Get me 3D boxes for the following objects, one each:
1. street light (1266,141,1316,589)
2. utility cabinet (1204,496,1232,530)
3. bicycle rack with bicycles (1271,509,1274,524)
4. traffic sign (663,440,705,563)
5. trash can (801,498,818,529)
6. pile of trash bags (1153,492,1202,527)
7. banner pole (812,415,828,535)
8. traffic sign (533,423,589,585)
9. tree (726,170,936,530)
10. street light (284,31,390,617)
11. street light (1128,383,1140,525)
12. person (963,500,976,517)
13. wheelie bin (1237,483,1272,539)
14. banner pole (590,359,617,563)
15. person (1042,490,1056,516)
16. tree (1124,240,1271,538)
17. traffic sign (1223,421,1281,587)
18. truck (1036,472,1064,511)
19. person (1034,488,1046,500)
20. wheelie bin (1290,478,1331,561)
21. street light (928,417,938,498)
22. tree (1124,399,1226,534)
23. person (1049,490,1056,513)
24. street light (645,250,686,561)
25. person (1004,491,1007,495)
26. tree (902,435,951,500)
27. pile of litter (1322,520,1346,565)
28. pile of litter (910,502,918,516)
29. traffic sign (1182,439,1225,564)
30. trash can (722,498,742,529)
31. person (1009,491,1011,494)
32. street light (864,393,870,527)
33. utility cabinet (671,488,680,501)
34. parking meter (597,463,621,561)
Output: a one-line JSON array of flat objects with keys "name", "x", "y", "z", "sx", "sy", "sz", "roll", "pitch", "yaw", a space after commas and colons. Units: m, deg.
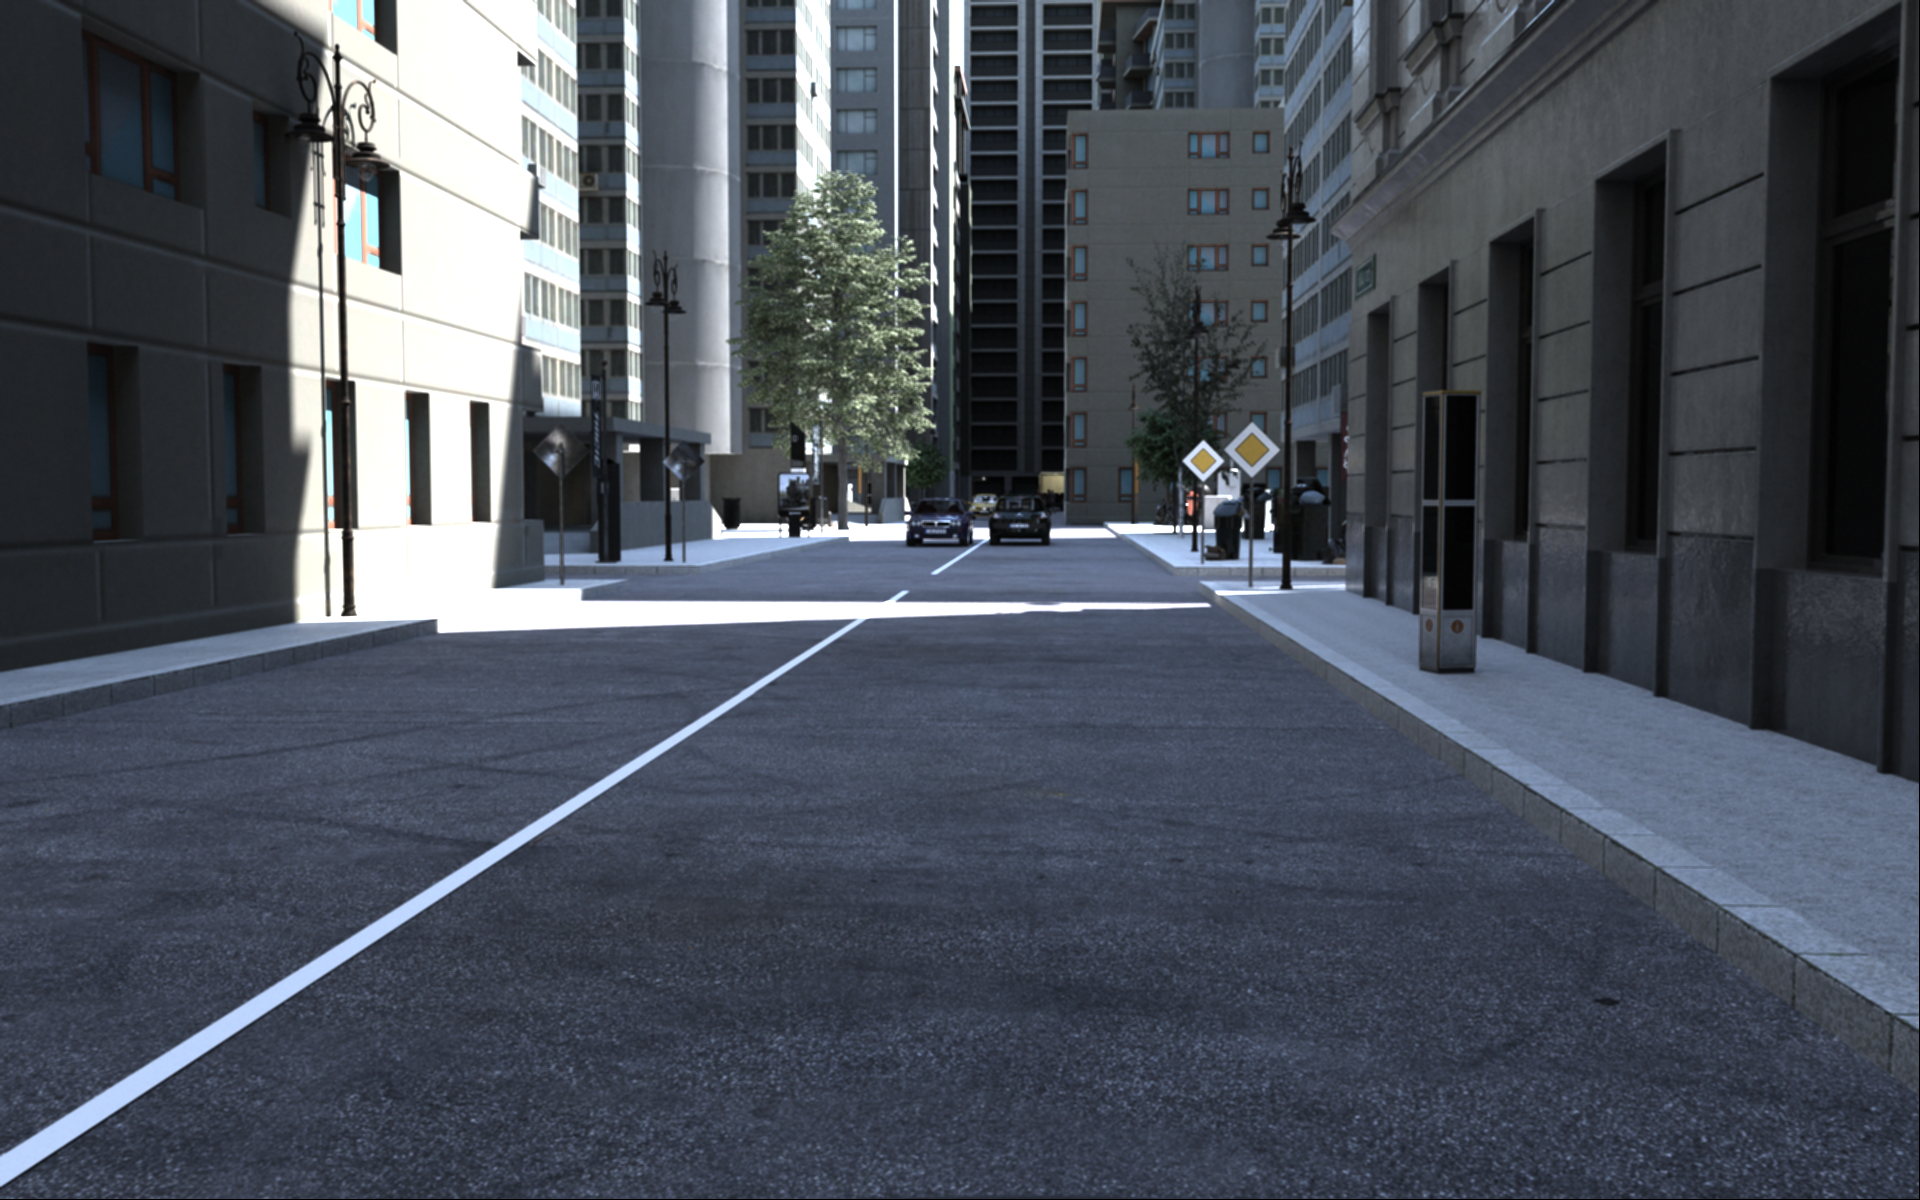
[{"name": "street light", "x": 4.406, "y": -3.084, "z": 23.212, "sx": 0.468, "sy": 5.910, "sz": 1.993, "roll": 0, "pitch": 4, "yaw": 3}, {"name": "utility cabinet", "x": 9.188, "y": -3.106, "z": 61.948, "sx": 1.020, "sy": 1.237, "sz": 0.306, "roll": 3, "pitch": 4, "yaw": 36}, {"name": "bicycle rack with bicycles", "x": 12.823, "y": -3.789, "z": 75.325, "sx": 2.852, "sy": 0.926, "sz": 2.925, "roll": -2, "pitch": 4, "yaw": -29}, {"name": "traffic sign", "x": -5.166, "y": -1.758, "z": 32.384, "sx": 0.795, "sy": 2.450, "sz": 0.064, "roll": 0, "pitch": 4, "yaw": 3}, {"name": "trash can", "x": -5.543, "y": -3.147, "z": 63.099, "sx": 0.748, "sy": 1.137, "sz": 0.748, "roll": 0, "pitch": 3, "yaw": 0}, {"name": "pile of trash bags", "x": 9.008, "y": -3.668, "z": 69.719, "sx": 1.912, "sy": 1.369, "sz": 3.447, "roll": 0, "pitch": 4, "yaw": -7}, {"name": "banner pole", "x": -4.490, "y": -3.968, "z": 54.891, "sx": 0.401, "sy": 3.779, "sz": 0.863, "roll": -2, "pitch": 4, "yaw": -32}, {"name": "traffic sign", "x": -5.618, "y": -1.270, "z": 24.412, "sx": 0.795, "sy": 2.450, "sz": 0.064, "roll": 0, "pitch": 4, "yaw": 3}, {"name": "tree", "x": -4.599, "y": -8.775, "z": 61.604, "sx": 7.486, "sy": 12.596, "sz": 7.792, "roll": 0, "pitch": 3, "yaw": 0}, {"name": "street light", "x": -6.398, "y": -2.763, "z": 17.967, "sx": 0.468, "sy": 5.910, "sz": 1.993, "roll": 0, "pitch": 4, "yaw": 3}, {"name": "street light", "x": 7.227, "y": -6.083, "z": 72.244, "sx": 0.468, "sy": 5.910, "sz": 1.993, "roll": 0, "pitch": 4, "yaw": 3}, {"name": "person", "x": 0.164, "y": -3.948, "z": 78.542, "sx": 0.738, "sy": 1.151, "sz": 1.012, "roll": -2, "pitch": 4, "yaw": -32}, {"name": "wheelie bin", "x": 8.371, "y": -2.523, "z": 49.157, "sx": 0.980, "sy": 1.594, "sz": 0.693, "roll": 0, "pitch": 4, "yaw": 3}, {"name": "banner pole", "x": -6.645, "y": -2.567, "z": 31.992, "sx": 0.401, "sy": 3.779, "sz": 0.863, "roll": 1, "pitch": 4, "yaw": 10}, {"name": "person", "x": 5.857, "y": -6.470, "z": 115.006, "sx": 1.217, "sy": 1.735, "sz": 0.721, "roll": -2, "pitch": 4, "yaw": -27}, {"name": "tree", "x": 6.523, "y": -6.093, "z": 49.981, "sx": 4.360, "sy": 8.622, "sz": 3.978, "roll": 0, "pitch": 3, "yaw": 0}, {"name": "traffic sign", "x": 4.010, "y": -1.236, "z": 23.848, "sx": 0.795, "sy": 2.450, "sz": 0.064, "roll": 0, "pitch": 4, "yaw": 3}, {"name": "truck", "x": 8.188, "y": -9.410, "z": 149.779, "sx": 3.469, "sy": 3.379, "sz": 9.791, "roll": 0, "pitch": 4, "yaw": 4}, {"name": "person", "x": 5.480, "y": -6.953, "z": 122.141, "sx": 1.348, "sy": 1.831, "sz": 0.705, "roll": 1, "pitch": 4, "yaw": 19}, {"name": "wheelie bin", "x": 6.711, "y": -1.559, "z": 33.403, "sx": 0.693, "sy": 1.594, "sz": 0.980, "roll": -2, "pitch": 4, "yaw": -26}, {"name": "street light", "x": -1.602, "y": -7.910, "z": 102.124, "sx": 0.468, "sy": 5.910, "sz": 1.993, "roll": 0, "pitch": 4, "yaw": 3}, {"name": "tree", "x": 6.987, "y": -4.441, "z": 56.320, "sx": 4.285, "sy": 4.588, "sz": 4.351, "roll": 0, "pitch": 3, "yaw": 0}, {"name": "person", "x": 6.895, "y": -7.333, "z": 129.307, "sx": 0.541, "sy": 1.710, "sz": 0.530, "roll": 1, "pitch": 4, "yaw": 16}, {"name": "street light", "x": -5.593, "y": -3.687, "z": 33.064, "sx": 0.468, "sy": 5.910, "sz": 1.993, "roll": 0, "pitch": 4, "yaw": 3}, {"name": "person", "x": 4.418, "y": -9.820, "z": 169.767, "sx": 1.217, "sy": 1.736, "sz": 0.721, "roll": 2, "pitch": 4, "yaw": 29}, {"name": "tree", "x": -2.197, "y": -6.884, "z": 96.259, "sx": 4.285, "sy": 4.588, "sz": 4.351, "roll": 0, "pitch": 3, "yaw": 0}, {"name": "pile of litter", "x": 7.425, "y": -1.099, "z": 31.928, "sx": 1.719, "sy": 0.858, "sz": 1.176, "roll": -1, "pitch": 4, "yaw": -10}, {"name": "pile of litter", "x": -2.395, "y": -5.231, "z": 99.493, "sx": 1.719, "sy": 0.858, "sz": 1.176, "roll": -3, "pitch": 5, "yaw": -43}, {"name": "traffic sign", "x": 4.462, "y": -1.723, "z": 31.820, "sx": 0.795, "sy": 2.450, "sz": 0.064, "roll": 0, "pitch": 4, "yaw": 3}, {"name": "trash can", "x": -8.364, "y": -3.170, "z": 63.482, "sx": 0.748, "sy": 1.137, "sz": 0.748, "roll": 0, "pitch": 3, "yaw": 0}, {"name": "person", "x": 4.415, "y": -8.630, "z": 150.279, "sx": 0.721, "sy": 1.739, "sz": 1.217, "roll": -3, "pitch": 5, "yaw": -43}, {"name": "street light", "x": -3.641, "y": -5.782, "z": 67.317, "sx": 0.468, "sy": 5.910, "sz": 1.993, "roll": 0, "pitch": 4, "yaw": 3}, {"name": "utility cabinet", "x": -11.248, "y": -3.631, "z": 68.045, "sx": 1.173, "sy": 1.500, "sz": 0.318, "roll": 1, "pitch": 4, "yaw": 20}, {"name": "parking meter", "x": -6.697, "y": -1.670, "z": 33.017, "sx": 0.399, "sy": 1.863, "sz": 0.255, "roll": 2, "pitch": 4, "yaw": 29}]
